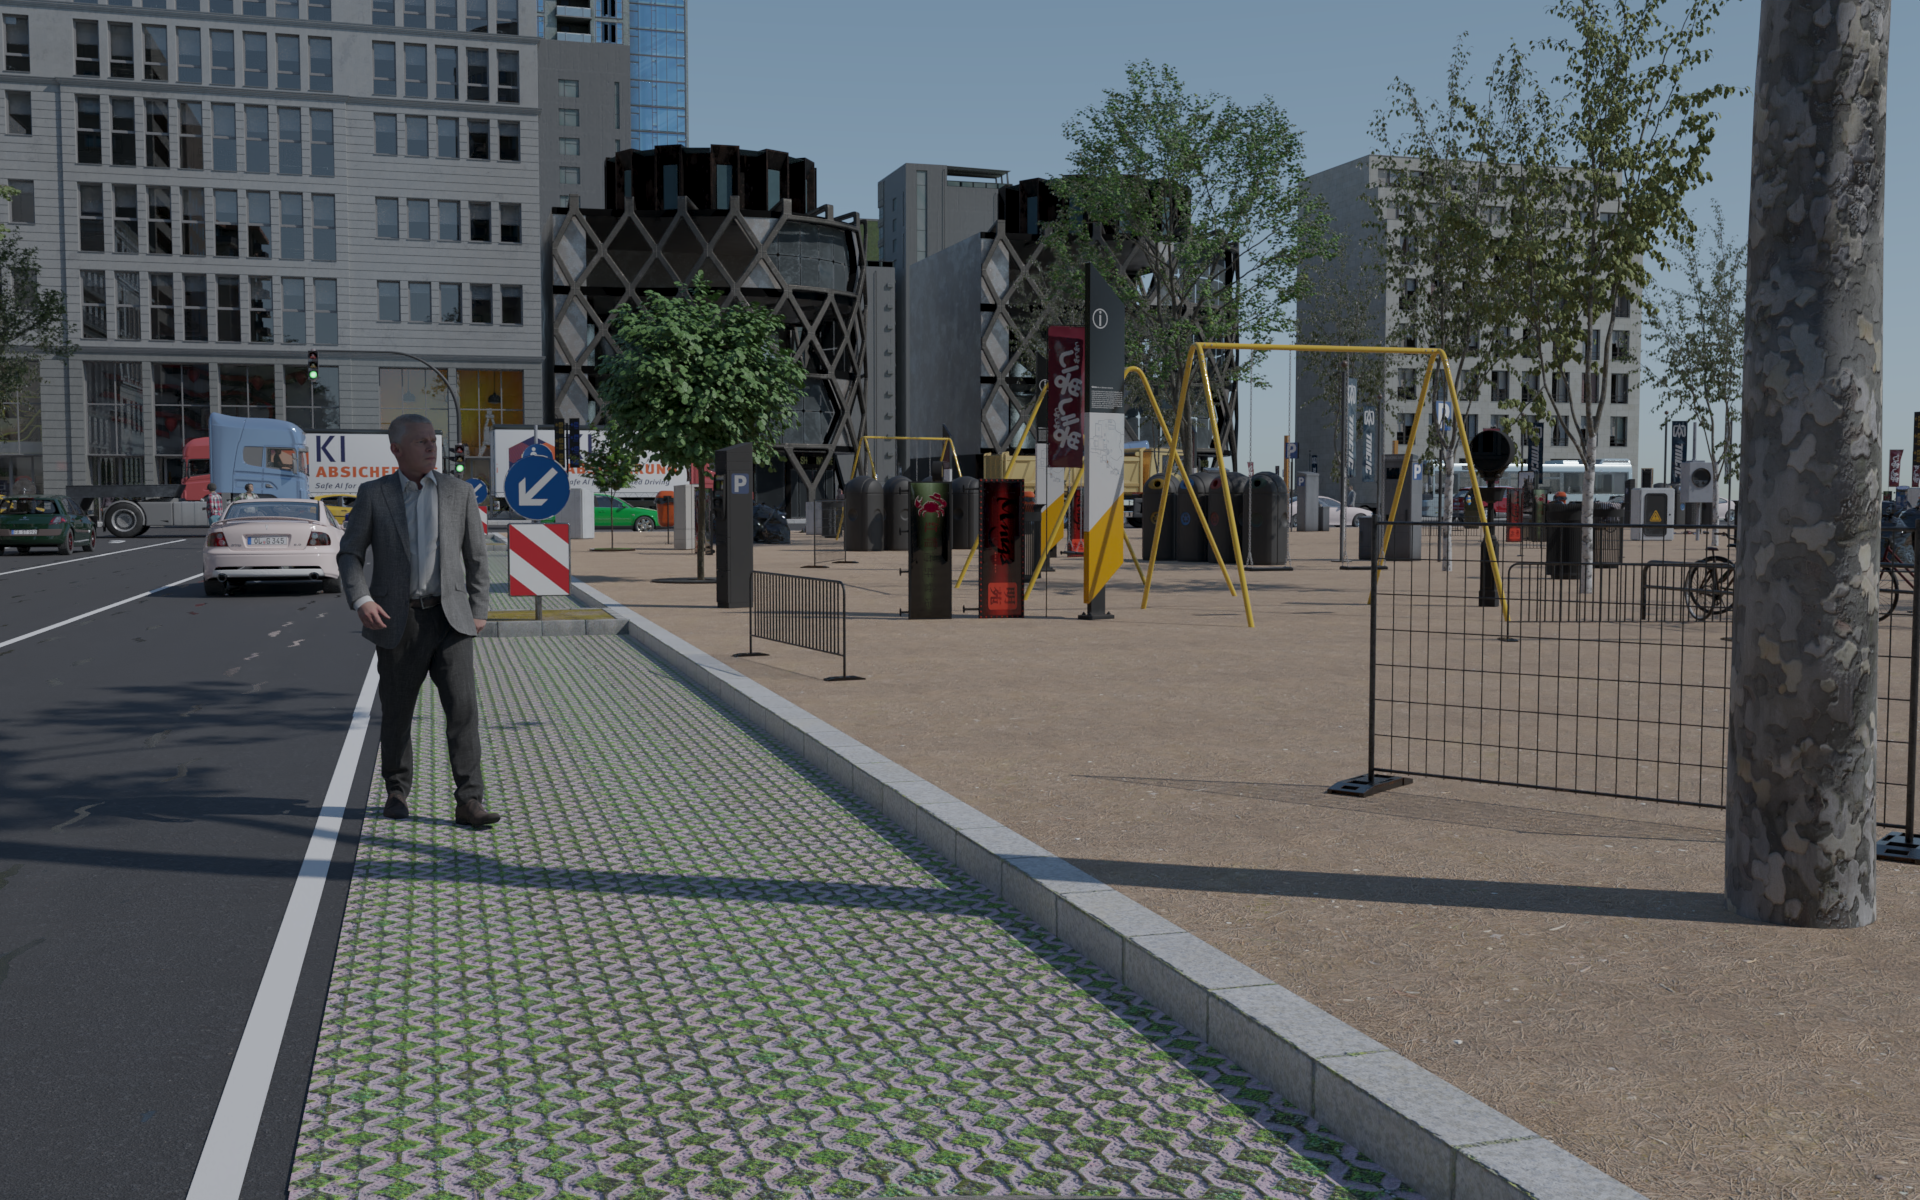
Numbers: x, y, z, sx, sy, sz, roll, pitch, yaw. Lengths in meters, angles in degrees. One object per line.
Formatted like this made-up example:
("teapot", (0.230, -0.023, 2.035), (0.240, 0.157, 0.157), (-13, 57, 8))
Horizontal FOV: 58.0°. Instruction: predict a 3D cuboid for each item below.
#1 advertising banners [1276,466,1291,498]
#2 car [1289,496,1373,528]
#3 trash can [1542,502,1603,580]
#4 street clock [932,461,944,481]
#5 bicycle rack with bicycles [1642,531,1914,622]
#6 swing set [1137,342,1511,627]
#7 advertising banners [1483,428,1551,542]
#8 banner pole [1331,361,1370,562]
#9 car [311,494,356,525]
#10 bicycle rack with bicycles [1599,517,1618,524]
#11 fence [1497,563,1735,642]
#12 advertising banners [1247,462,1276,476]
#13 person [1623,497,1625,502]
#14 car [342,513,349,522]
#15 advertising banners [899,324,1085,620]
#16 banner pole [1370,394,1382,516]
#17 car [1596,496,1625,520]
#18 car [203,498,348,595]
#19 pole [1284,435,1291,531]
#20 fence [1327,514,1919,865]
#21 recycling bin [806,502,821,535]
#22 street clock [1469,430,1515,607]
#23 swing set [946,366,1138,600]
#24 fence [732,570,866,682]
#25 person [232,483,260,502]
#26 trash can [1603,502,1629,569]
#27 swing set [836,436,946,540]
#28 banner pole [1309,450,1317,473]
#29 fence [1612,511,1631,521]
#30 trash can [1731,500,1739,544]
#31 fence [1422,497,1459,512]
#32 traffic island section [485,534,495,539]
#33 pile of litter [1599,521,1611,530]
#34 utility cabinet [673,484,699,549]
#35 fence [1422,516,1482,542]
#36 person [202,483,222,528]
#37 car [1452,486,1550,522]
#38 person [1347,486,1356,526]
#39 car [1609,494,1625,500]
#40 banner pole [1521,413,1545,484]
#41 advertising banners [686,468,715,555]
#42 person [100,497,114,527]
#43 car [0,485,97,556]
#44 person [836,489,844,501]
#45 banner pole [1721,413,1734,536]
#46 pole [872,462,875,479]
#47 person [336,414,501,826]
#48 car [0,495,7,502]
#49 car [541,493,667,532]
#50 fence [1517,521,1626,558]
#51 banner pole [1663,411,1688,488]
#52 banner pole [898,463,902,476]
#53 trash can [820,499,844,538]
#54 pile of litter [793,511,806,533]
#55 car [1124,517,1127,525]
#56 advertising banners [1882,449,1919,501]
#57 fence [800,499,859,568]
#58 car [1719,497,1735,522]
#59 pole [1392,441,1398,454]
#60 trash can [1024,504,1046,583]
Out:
("advertising banners", (19.788, -6.713, 105.947), (0.090, 3.025, 2.074), (-1, 4, -19))
("car", (14.837, -3.633, 71.757), (4.827, 1.381, 2.083), (-1, 4, -16))
("trash can", (9.169, -0.887, 26.148), (0.748, 1.137, 0.748), (0, 3, 0))
("street clock", (-0.487, -2.061, 38.273), (0.358, 2.002, 0.471), (0, 4, 5))
("bicycle rack with bicycles", (8.135, -0.233, 17.197), (2.852, 0.926, 2.925), (-1, 4, -13))
("swing set", (3.901, -1.268, 18.352), (3.119, 2.851, 2.862), (-1, 4, -16))
("advertising banners", (14.785, -3.048, 46.028), (2.074, 3.025, 0.090), (-1, 4, -15))
("banner pole", (7.341, -2.616, 32.797), (0.401, 3.779, 0.863), (2, 4, 35))
("car", (-24.378, -3.636, 69.677), (3.980, 1.641, 2.015), (-1, 4, -18))
("bicycle rack with bicycles", (20.141, -2.731, 58.029), (2.852, 0.926, 2.925), (-1, 4, -20))
("fence", (5.773, 0.015, 15.123), (2.069, 0.683, 0.278), (0, 3, 0))
("advertising banners", (16.342, -6.013, 94.506), (2.074, 3.025, 0.090), (-3, 4, -39))
("person", (27.724, -3.858, 71.774), (0.606, 1.804, 0.583), (-1, 4, -13))
("car", (-19.568, -2.941, 60.669), (3.894, 1.354, 1.945), (-1, 4, -18))
("advertising banners", (0.398, -1.322, 17.798), (2.074, 3.025, 0.090), (-1, 4, -13))
("banner pole", (10.339, -3.264, 43.387), (0.863, 3.779, 0.401), (-3, 4, -37))
("car", (29.521, -3.811, 74.664), (4.827, 1.381, 2.083), (-1, 4, -15))
("car", (-10.227, -0.841, 26.115), (2.083, 1.381, 4.827), (-1, 4, -17))
("pole", (11.349, -4.058, 60.190), (0.158, 3.312, 0.155), (0, 3, 0))
("fence", (2.599, 0.266, 6.847), (2.264, 1.192, 0.480), (3, 5, 39))
("recycling bin", (-4.375, -2.562, 54.445), (0.722, 1.027, 0.722), (1, 4, 23))
("street clock", (6.031, -0.925, 19.693), (0.471, 2.002, 0.358), (2, 4, 32))
("swing set", (1.668, -1.536, 22.738), (2.862, 2.851, 3.119), (-1, 4, -17))
("fence", (-1.226, 0.157, 12.810), (0.278, 0.683, 2.069), (-2, 4, -26))
("person", (-20.230, -2.448, 49.240), (0.376, 1.734, 0.841), (3, 5, 43))
("trash can", (11.159, -1.120, 29.968), (0.748, 1.137, 0.748), (0, 3, 0))
("swing set", (-1.364, -3.063, 47.705), (3.119, 2.851, 2.862), (-3, 4, -36))
("banner pole", (19.918, -6.599, 97.918), (0.401, 3.779, 0.863), (-2, 4, -30))
("fence", (23.963, -2.889, 62.605), (0.278, 0.683, 2.069), (-1, 4, -11))
("trash can", (18.078, -1.716, 39.709), (0.748, 1.137, 0.748), (0, 3, 0))
("fence", (16.725, -3.053, 61.115), (0.480, 1.192, 2.264), (-2, 4, -35))
("traffic island section", (-16.085, -2.054, 55.869), (2.009, 0.180, 2.903), (-1, 4, -17))
("pile of litter", (22.682, -2.934, 61.928), (1.719, 0.858, 1.176), (-1, 4, -23))
("utility cabinet", (-6.297, -1.922, 40.106), (0.318, 1.500, 1.173), (1, 4, 11))
("fence", (12.903, -1.888, 46.243), (2.069, 0.683, 0.278), (0, 4, 6))
("person", (-19.359, -2.186, 45.080), (0.643, 1.720, 0.563), (1, 4, 9))
("car", (26.134, -4.562, 83.257), (5.304, 1.827, 2.281), (-1, 4, -15))
("person", (17.428, -4.192, 77.154), (0.853, 1.813, 0.709), (-1, 4, -16))
("car", (31.730, -4.304, 80.151), (4.222, 1.686, 2.009), (-1, 4, -16))
("banner pole", (17.522, -3.869, 53.277), (0.863, 3.779, 0.401), (2, 4, 28))
("advertising banners", (-5.605, -2.503, 37.116), (0.090, 3.025, 2.074), (-2, 4, -25))
("person", (-36.633, -3.988, 74.505), (0.445, 1.727, 0.742), (0, 3, 0))
("car", (-22.048, -1.951, 41.690), (2.009, 1.686, 4.222), (-1, 4, -16))
("person", (-4.720, -3.598, 68.798), (0.415, 1.643, 0.593), (1, 4, 21))
("banner pole", (23.402, -3.838, 52.776), (0.401, 3.779, 0.863), (1, 4, 9))
("pole", (-5.537, -7.148, 110.720), (0.158, 3.312, 0.155), (0, 3, 0))
("person", (-2.306, 0.086, 7.490), (0.661, 1.777, 0.834), (-3, 4, -38))
("car", (-36.949, -3.446, 66.567), (3.980, 1.641, 2.015), (-1, 4, -16))
("car", (-12.522, -3.168, 60.599), (4.718, 1.807, 1.959), (-1, 4, -15))
("fence", (12.432, -1.216, 35.250), (2.069, 0.683, 0.278), (2, 4, 29))
("banner pole", (21.419, -3.793, 52.025), (0.863, 3.779, 0.401), (0, 4, 6))
("banner pole", (-4.809, -9.069, 138.302), (0.401, 3.779, 0.863), (-2, 4, -25))
("trash can", (-3.724, -2.374, 50.474), (0.748, 1.137, 0.748), (0, 3, 0))
("pile of litter", (-4.719, -2.655, 57.376), (1.176, 0.858, 1.719), (-3, 5, -42))
("car", (5.901, -4.100, 79.608), (3.894, 1.354, 1.945), (-1, 4, -17))
("advertising banners", (38.553, -4.570, 70.914), (0.090, 3.025, 2.074), (-1, 4, -15))
("fence", (-2.322, -1.213, 31.028), (0.480, 1.192, 2.264), (1, 4, 11))
("car", (38.195, -4.730, 89.696), (4.827, 1.381, 2.083), (-1, 4, -16))
("pole", (16.563, -4.413, 66.004), (0.158, 3.312, 0.155), (0, 3, 0))
("trash can", (0.881, -0.829, 25.214), (0.748, 1.137, 0.748), (0, 3, 0))
